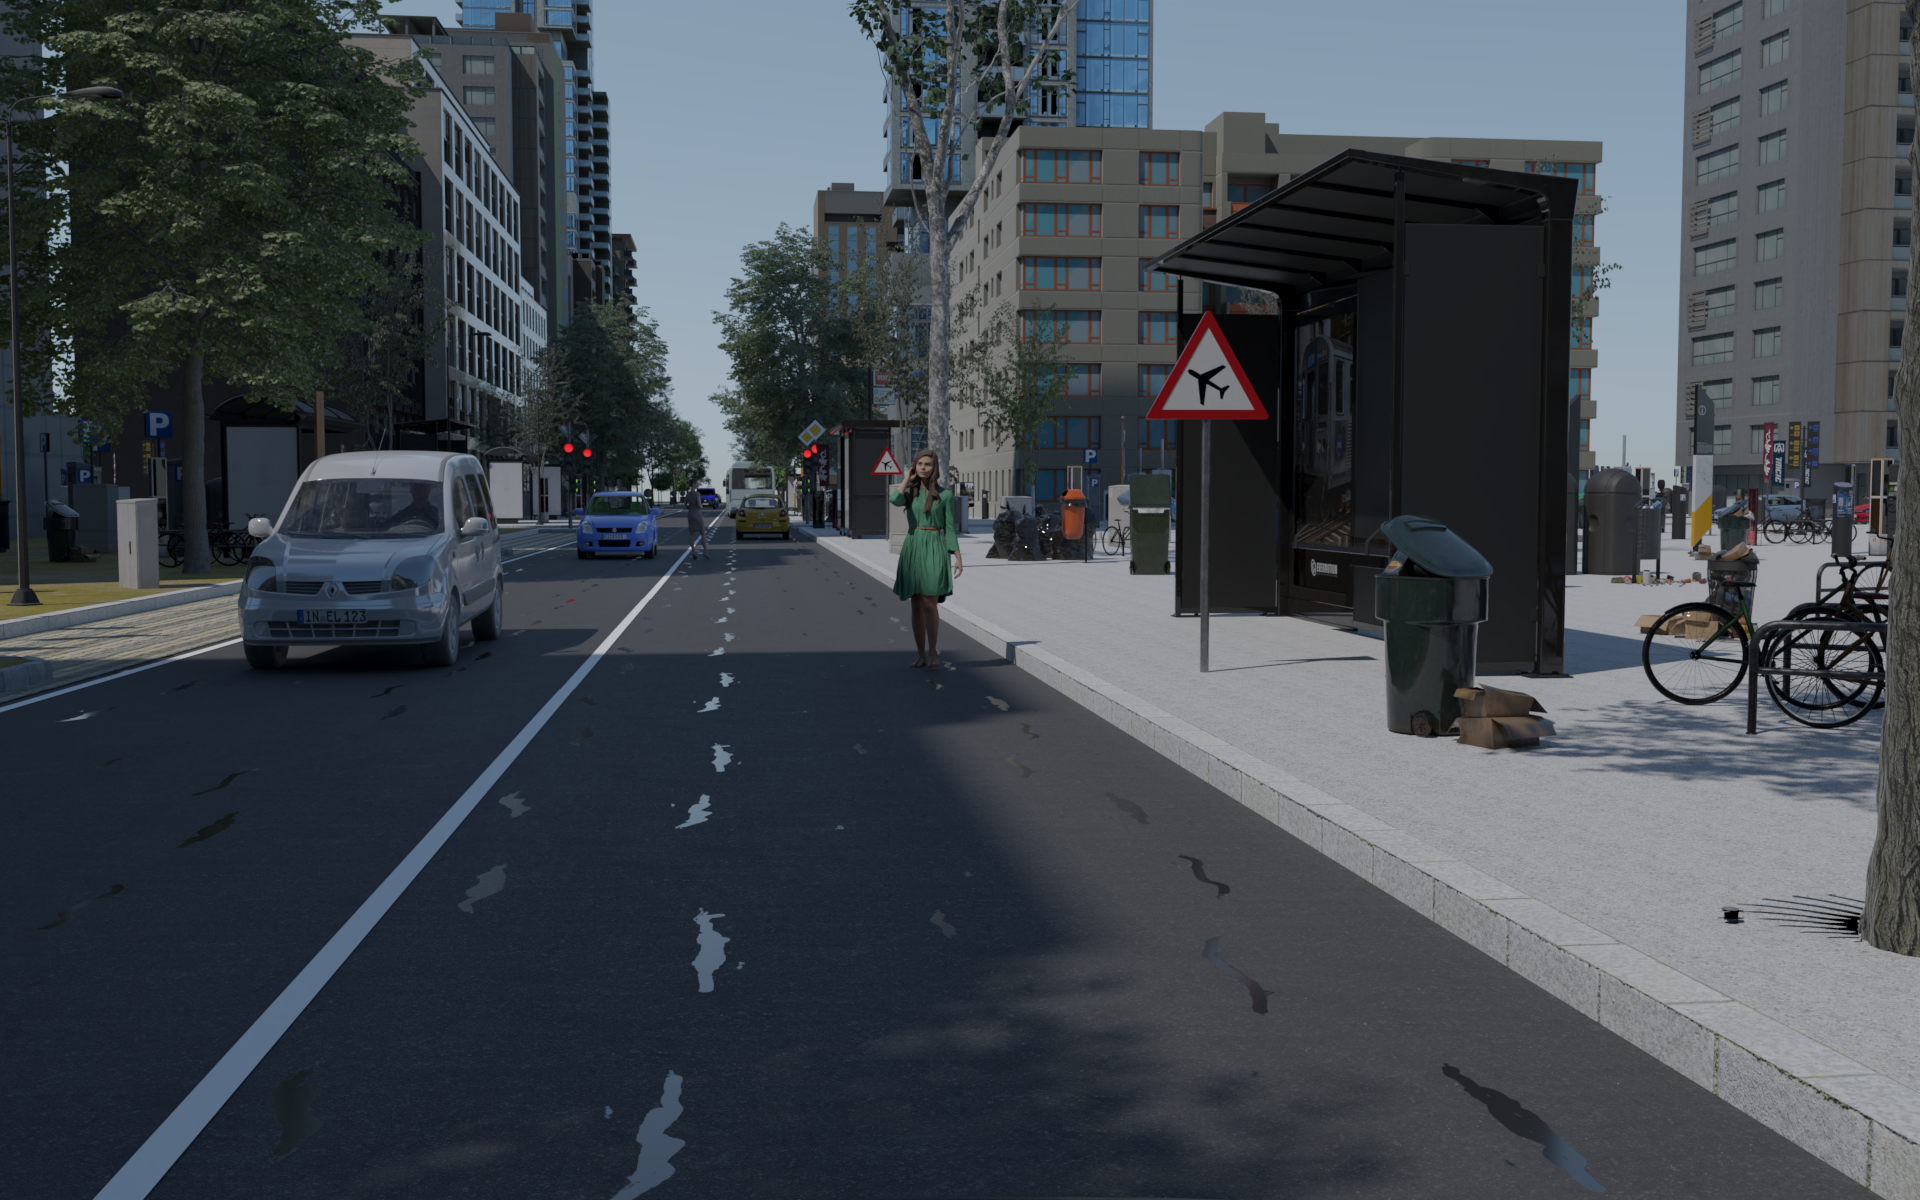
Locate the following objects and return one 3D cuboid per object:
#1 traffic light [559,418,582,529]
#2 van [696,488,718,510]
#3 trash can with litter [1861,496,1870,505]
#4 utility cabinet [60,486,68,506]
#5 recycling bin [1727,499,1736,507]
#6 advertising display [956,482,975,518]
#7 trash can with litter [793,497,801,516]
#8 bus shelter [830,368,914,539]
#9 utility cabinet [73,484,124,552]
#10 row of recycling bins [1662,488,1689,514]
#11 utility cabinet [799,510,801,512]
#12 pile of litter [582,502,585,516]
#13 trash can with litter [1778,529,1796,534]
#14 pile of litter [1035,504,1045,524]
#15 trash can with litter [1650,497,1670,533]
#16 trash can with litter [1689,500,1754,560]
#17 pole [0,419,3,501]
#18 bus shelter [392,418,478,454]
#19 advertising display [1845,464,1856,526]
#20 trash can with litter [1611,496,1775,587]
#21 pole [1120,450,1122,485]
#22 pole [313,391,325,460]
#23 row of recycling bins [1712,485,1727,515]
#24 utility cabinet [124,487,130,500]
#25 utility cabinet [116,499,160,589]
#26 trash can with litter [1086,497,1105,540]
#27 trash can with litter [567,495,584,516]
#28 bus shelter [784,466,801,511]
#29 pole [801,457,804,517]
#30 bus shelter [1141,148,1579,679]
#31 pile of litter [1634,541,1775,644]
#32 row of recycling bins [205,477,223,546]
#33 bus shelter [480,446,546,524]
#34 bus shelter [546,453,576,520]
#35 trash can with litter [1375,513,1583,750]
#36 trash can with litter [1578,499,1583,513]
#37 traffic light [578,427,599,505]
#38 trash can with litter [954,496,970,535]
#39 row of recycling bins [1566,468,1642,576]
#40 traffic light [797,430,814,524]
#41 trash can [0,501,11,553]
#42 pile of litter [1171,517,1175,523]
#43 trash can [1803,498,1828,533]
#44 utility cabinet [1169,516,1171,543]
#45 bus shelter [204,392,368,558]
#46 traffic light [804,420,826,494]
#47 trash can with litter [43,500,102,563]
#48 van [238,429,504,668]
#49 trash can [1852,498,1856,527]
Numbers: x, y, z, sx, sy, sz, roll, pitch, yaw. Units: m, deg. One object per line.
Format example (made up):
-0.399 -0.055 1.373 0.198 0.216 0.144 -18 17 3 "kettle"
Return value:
-14.458 -4.607 64.246 0.839 4.253 0.868 0 4 -7 "traffic light"
-23.685 -9.606 161.440 2.240 2.365 5.245 0 4 -7 "van"
54.182 -5.789 105.714 1.678 1.210 2.233 -1 4 -17 "trash can with litter"
-23.646 -2.335 46.849 1.173 1.500 0.318 -2 4 -24 "utility cabinet"
39.549 -4.649 88.572 0.722 1.027 0.722 -1 4 -11 "recycling bin"
0.279 -5.278 91.514 0.974 1.923 0.123 0 4 7 "advertising display"
-8.889 -5.522 101.342 2.233 1.210 1.678 0 4 2 "trash can with litter"
-2.820 -4.615 53.087 2.179 5.291 8.768 0 4 -7 "bus shelter"
-18.925 -1.792 37.979 1.173 1.500 0.318 2 4 29 "utility cabinet"
46.579 -6.352 110.970 1.069 1.692 3.534 -3 5 -40 "row of recycling bins"
-12.584 -7.476 133.401 0.306 1.237 1.020 2 4 32 "utility cabinet"
-22.478 -5.502 103.916 1.176 0.858 1.719 2 4 31 "pile of litter"
26.228 -2.777 56.458 1.678 1.210 2.233 -1 4 -16 "trash can with litter"
3.238 -3.729 74.939 1.176 0.858 1.719 -3 4 -36 "pile of litter"
23.057 -2.795 57.080 0.624 1.170 1.055 2 4 23 "trash can with litter"
14.710 -1.349 33.448 1.055 1.170 0.624 0 4 6 "trash can with litter"
-25.137 -3.146 45.283 0.158 3.312 0.155 0 3 0 "pole"
-17.066 -3.997 56.632 1.731 3.624 6.357 0 4 -7 "bus shelter"
19.129 -1.960 37.258 0.123 1.923 0.974 2 4 32 "advertising display"
10.257 -0.851 24.964 2.233 1.210 1.678 -2 4 -29 "trash can with litter"
7.494 -5.270 80.014 0.158 3.312 0.155 0 3 0 "pole"
-12.732 -2.485 34.468 0.158 3.312 0.155 0 3 0 "pole"
34.900 -4.466 80.134 1.069 1.692 3.534 2 4 29 "row of recycling bins"
-26.264 -2.743 53.523 0.318 1.500 1.173 2 4 28 "utility cabinet"
-11.284 -0.770 23.756 0.306 1.237 1.020 -3 4 -39 "utility cabinet"
3.386 -2.297 48.621 1.678 1.210 2.233 -2 4 -24 "trash can with litter"
-22.631 -5.462 100.357 1.678 1.210 2.233 0 4 3 "trash can with litter"
-11.980 -8.237 128.604 2.014 3.302 5.546 0 4 -7 "bus shelter"
-8.640 -6.196 95.154 0.158 3.312 0.155 0 3 0 "pole"
3.109 -1.451 15.003 1.731 3.624 6.357 0 4 -7 "bus shelter"
6.737 -0.104 15.672 1.176 0.858 1.719 2 4 24 "pile of litter"
-17.926 -2.219 43.394 1.069 1.692 3.534 0 4 -4 "row of recycling bins"
-19.729 -5.043 76.369 2.014 3.302 5.546 0 4 -7 "bus shelter"
-20.718 -5.739 87.759 2.014 3.302 5.546 0 4 -7 "bus shelter"
2.689 0.138 9.129 0.624 1.170 1.055 -2 4 -29 "trash can with litter"
22.586 -3.165 63.127 1.055 1.170 0.624 -1 4 -17 "trash can with litter"
-15.472 -5.092 72.167 0.839 4.253 0.868 0 4 -7 "traffic light"
-0.522 -2.705 55.278 2.233 1.210 1.678 -3 5 -45 "trash can with litter"
9.068 -1.266 27.806 3.534 1.692 1.069 1 4 10 "row of recycling bins"
-6.486 -5.163 73.329 0.839 4.253 0.868 0 4 -7 "traffic light"
-21.234 -1.615 38.054 0.748 1.137 0.748 0 3 0 "trash can"
9.716 -3.928 78.187 1.176 0.858 1.719 2 4 31 "pile of litter"
28.532 -2.821 57.781 0.748 1.137 0.748 0 3 0 "trash can"
5.260 -2.105 45.572 0.306 1.237 1.020 -1 4 -11 "utility cabinet"
-14.320 -2.645 37.177 2.014 3.302 5.546 0 4 -7 "bus shelter"
-5.472 -4.678 65.408 0.839 4.253 0.868 0 4 -7 "traffic light"
-16.730 -1.303 32.698 1.055 1.170 0.624 1 4 13 "trash can with litter"
-5.196 -0.527 15.624 2.013 2.044 4.112 0 4 -7 "van"
32.949 -3.232 64.504 0.748 1.137 0.748 0 3 0 "trash can"
